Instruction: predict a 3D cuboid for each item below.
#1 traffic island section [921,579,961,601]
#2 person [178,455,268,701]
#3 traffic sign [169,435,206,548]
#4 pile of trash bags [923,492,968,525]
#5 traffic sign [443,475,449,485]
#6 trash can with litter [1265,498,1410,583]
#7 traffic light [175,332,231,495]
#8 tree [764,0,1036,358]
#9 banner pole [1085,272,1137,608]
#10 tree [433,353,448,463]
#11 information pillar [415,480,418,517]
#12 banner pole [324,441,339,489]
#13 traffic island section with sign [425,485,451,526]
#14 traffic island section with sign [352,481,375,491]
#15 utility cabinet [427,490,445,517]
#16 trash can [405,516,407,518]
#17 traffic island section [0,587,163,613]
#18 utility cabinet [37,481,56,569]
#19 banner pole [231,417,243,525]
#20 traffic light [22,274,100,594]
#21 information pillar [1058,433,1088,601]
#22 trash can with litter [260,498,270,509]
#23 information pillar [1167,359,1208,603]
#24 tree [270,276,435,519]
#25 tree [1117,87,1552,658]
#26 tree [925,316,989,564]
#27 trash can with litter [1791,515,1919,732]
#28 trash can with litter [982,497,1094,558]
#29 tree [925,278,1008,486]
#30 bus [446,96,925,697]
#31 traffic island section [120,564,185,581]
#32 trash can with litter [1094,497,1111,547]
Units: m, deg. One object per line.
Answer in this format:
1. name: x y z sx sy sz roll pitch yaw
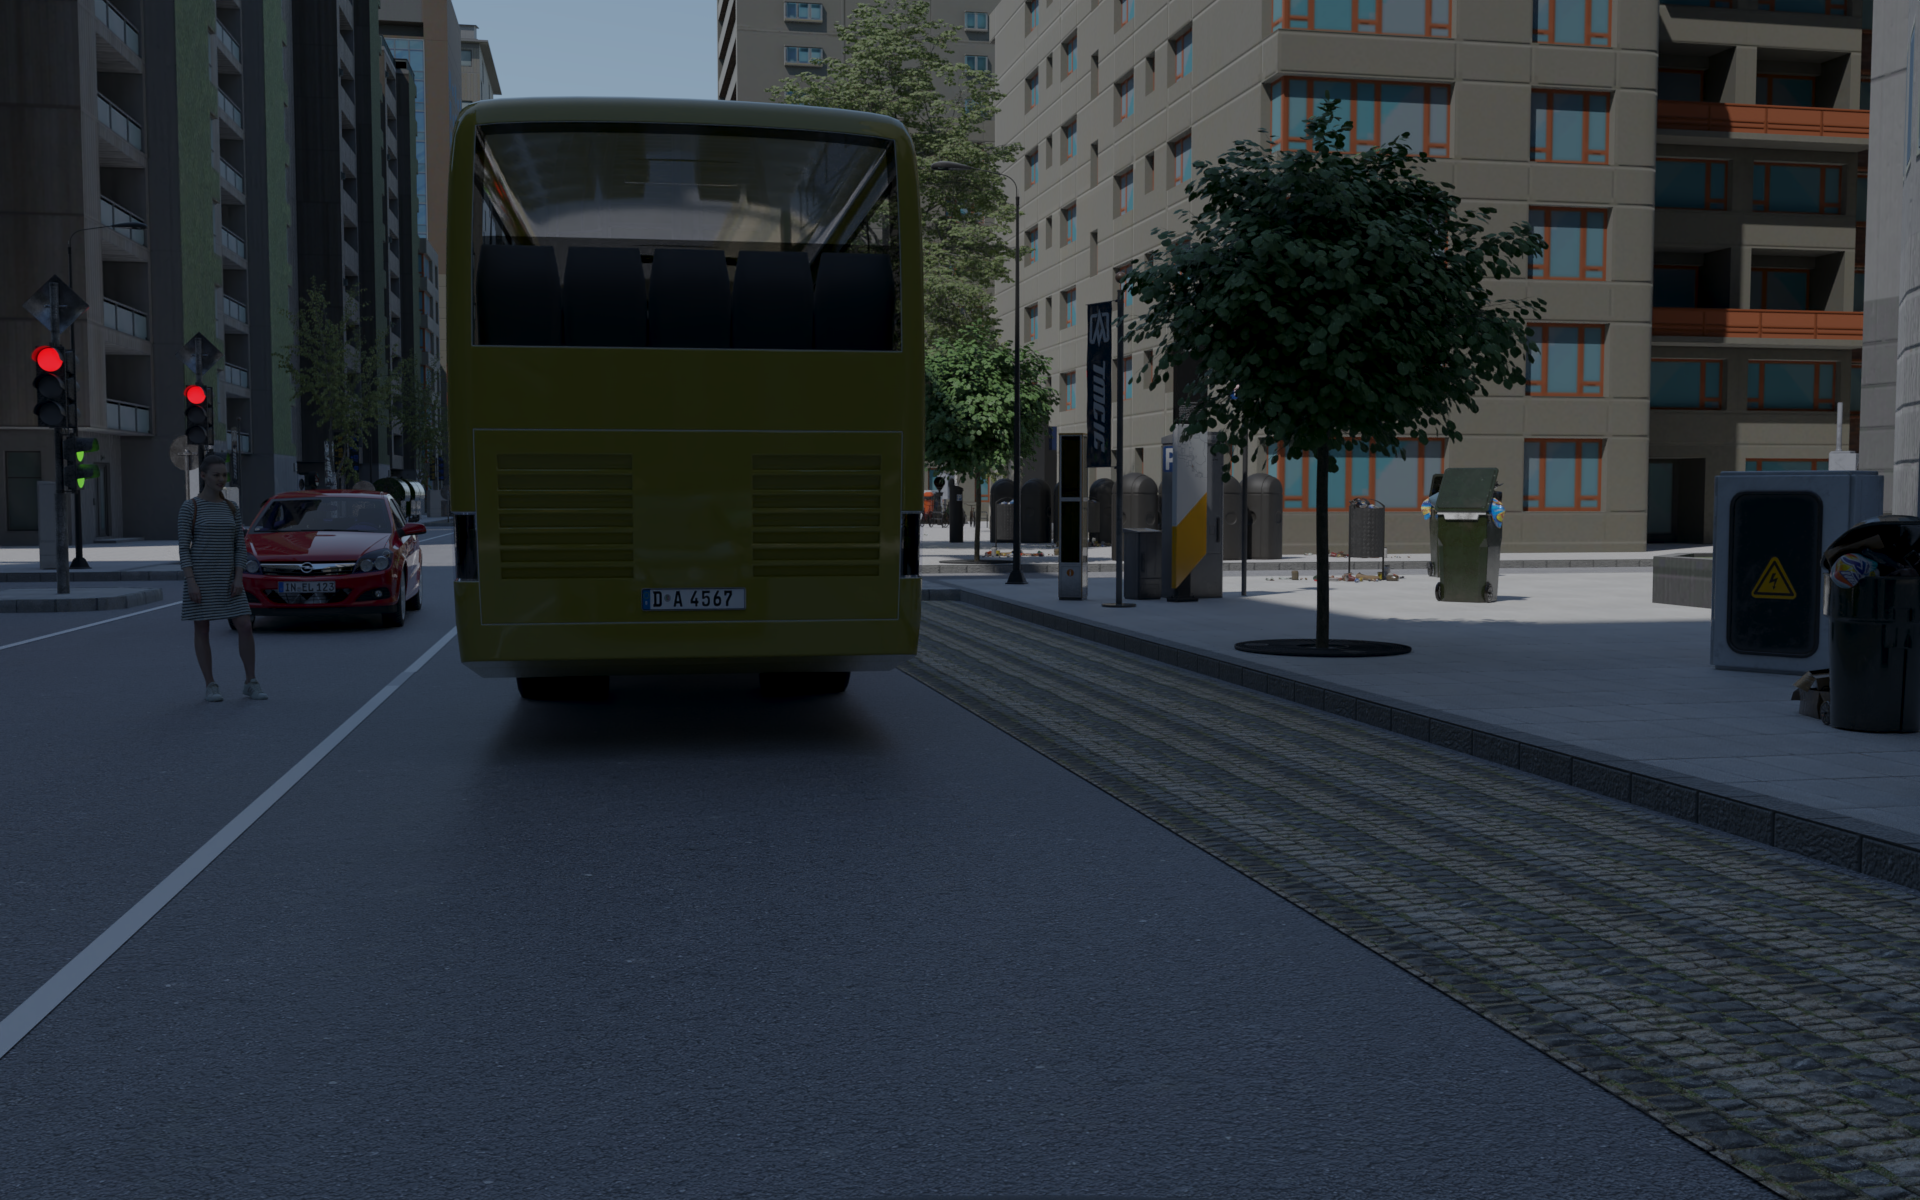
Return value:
1. traffic island section: -1.250 -0.132 24.434 2.009 0.180 2.903 -1 4 -12
2. person: -5.172 -0.155 12.033 0.522 1.701 0.512 3 5 41
3. traffic sign: -16.625 -2.275 37.299 0.768 2.556 0.104 0 4 -4
4. pile of trash bags: -0.884 -3.913 73.728 1.912 1.369 3.447 1 4 16
5. traffic sign: -30.453 -6.330 103.504 0.884 2.594 0.081 0 4 -6
6. trash can with litter: 5.649 -0.904 25.830 2.233 1.210 1.678 0 4 1
7. traffic light: -13.138 -2.514 30.032 0.839 4.253 0.868 -1 4 -12
8. tree: -1.811 -7.448 39.902 7.486 12.596 7.792 0 3 0
9. banner pole: 1.687 -1.822 19.811 0.401 3.779 0.863 -2 4 -32
10. tree: -27.393 -8.442 88.385 4.737 8.622 4.395 0 3 0
11. information pillar: -29.236 -5.421 93.123 0.304 2.012 0.304 1 4 18
12. banner pole: -25.971 -5.000 71.767 0.401 3.779 0.863 2 4 34
13. traffic island section with sign: -22.906 -4.221 77.645 1.989 1.847 2.006 -1 4 -12
14. traffic island section with sign: -17.327 -2.553 50.363 1.989 1.847 2.006 -1 4 -12
15. utility cabinet: -28.487 -5.242 94.392 0.318 1.500 1.173 3 4 37
16. trash can: -28.408 -4.670 88.003 0.748 1.137 0.748 0 3 0
17. traffic island section: -11.580 -0.003 22.335 2.009 0.180 2.903 -1 4 -12
18. utility cabinet: -15.640 -1.297 29.882 0.318 1.500 1.173 -1 4 -21
19. banner pole: -23.654 -4.077 56.683 0.401 3.779 0.863 -3 5 -45
20. traffic light: -11.538 -2.036 22.209 0.839 4.253 0.868 -1 4 -12
21. information pillar: 1.371 -1.006 20.940 0.304 2.012 0.304 1 4 18
22. trash can with litter: -20.369 -2.413 50.844 0.624 1.170 1.055 -3 5 -43
23. information pillar: 2.721 -1.787 20.575 0.504 3.616 0.183 -2 4 -33
24. tree: -21.277 -6.671 59.427 4.737 8.622 4.395 0 3 0
25. tree: 2.955 -1.866 14.231 4.285 4.588 4.351 0 3 0
26. tree: 0.259 -2.964 32.168 4.285 4.588 4.351 0 3 0
27. trash can with litter: 4.960 0.106 9.661 0.624 1.170 1.055 0 4 2
28. trash can with litter: 1.393 -1.516 35.839 2.233 1.210 1.678 -1 4 -14
29. tree: -0.039 -6.557 57.562 4.737 8.622 4.395 0 3 0
30. bus: -2.465 -1.444 15.162 2.896 3.916 12.252 -1 4 -10
31. traffic island section: -13.179 -0.482 30.159 2.009 0.180 2.903 -1 4 -12
32. trash can with litter: 2.853 -1.911 42.294 2.233 1.210 1.678 -3 4 -38
